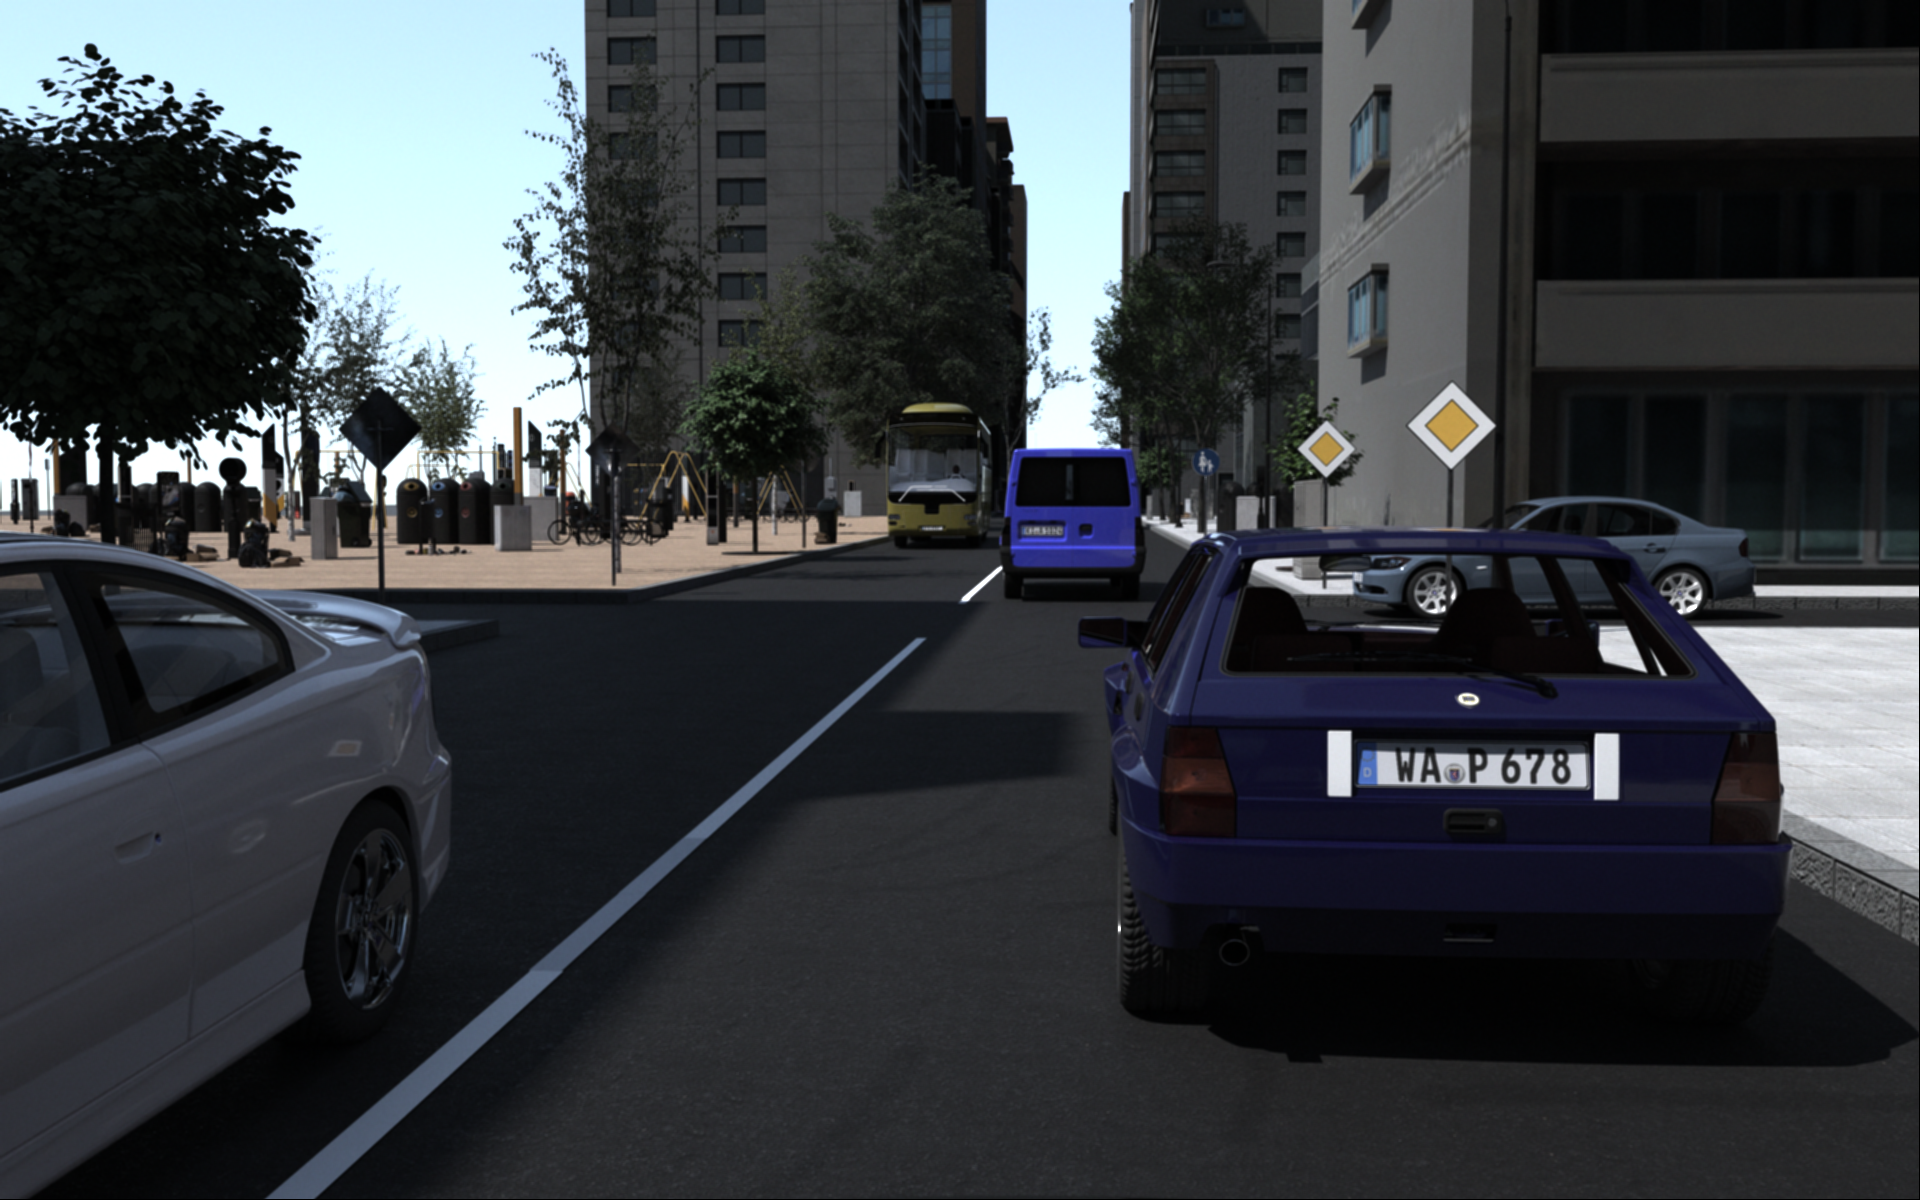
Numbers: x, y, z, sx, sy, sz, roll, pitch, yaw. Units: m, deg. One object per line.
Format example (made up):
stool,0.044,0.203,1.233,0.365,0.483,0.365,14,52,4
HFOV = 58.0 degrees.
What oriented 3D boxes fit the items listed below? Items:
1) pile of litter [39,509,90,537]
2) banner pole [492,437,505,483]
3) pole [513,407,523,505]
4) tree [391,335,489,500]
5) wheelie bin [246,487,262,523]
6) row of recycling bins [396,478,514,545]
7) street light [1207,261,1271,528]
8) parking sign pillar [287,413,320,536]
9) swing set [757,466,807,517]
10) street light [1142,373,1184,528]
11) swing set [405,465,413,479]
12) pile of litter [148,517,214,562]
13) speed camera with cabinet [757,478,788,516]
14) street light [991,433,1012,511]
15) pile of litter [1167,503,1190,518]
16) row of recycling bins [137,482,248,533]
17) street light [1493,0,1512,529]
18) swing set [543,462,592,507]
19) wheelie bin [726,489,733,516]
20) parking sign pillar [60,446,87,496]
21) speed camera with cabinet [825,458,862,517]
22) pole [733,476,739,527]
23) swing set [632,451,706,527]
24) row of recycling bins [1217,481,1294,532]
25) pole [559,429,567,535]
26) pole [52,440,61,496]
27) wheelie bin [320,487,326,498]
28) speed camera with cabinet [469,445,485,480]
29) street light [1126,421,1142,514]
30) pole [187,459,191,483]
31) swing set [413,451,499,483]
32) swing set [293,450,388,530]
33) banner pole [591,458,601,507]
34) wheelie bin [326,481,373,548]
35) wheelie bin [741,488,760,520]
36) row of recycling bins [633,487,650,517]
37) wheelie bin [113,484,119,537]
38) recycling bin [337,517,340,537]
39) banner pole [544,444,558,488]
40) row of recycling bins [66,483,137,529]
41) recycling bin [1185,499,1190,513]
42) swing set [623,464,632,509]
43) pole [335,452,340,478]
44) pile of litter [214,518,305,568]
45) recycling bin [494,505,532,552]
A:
pile of litter,-26.985,-2.316,51.825,1.719,0.858,1.176,-2,4,-29
banner pole,-20.138,-5.238,75.651,0.401,3.779,0.863,2,4,25
pole,-10.365,-2.863,40.660,0.158,3.312,0.155,0,3,0
tree,-23.528,-7.895,79.441,4.737,8.622,4.395,0,3,0
wheelie bin,-30.172,-4.016,73.566,0.693,1.594,0.980,3,5,42
row of recycling bins,-12.786,-2.270,44.231,3.534,1.692,1.069,1,4,16
street light,5.630,-3.803,34.714,1.470,5.913,1.316,0,4,4
parking sign pillar,-20.216,-4.003,53.915,1.447,3.967,1.447,-1,4,-16
swing set,-10.038,-6.005,95.808,2.862,2.851,3.119,-1,4,-12
street light,7.858,-5.733,66.272,1.470,5.913,1.316,0,4,4
swing set,-28.185,-5.845,93.192,2.862,2.851,3.119,3,5,42
pile of litter,-14.654,-1.158,32.901,1.176,0.858,1.719,3,5,40
speed camera with cabinet,-10.875,-6.439,99.609,2.038,3.252,0.660,-2,4,-31
street light,3.030,-9.704,131.198,1.470,5.913,1.316,0,4,4
pile of litter,11.669,-4.727,91.256,1.719,0.858,1.176,0,4,7
row of recycling bins,-25.655,-3.132,58.328,3.534,1.692,1.069,1,4,9
street light,4.273,-2.621,15.396,1.470,5.913,1.316,0,4,4
swing set,-19.224,-5.298,84.249,2.862,2.851,3.119,0,4,-6
wheelie bin,-13.218,-5.617,99.739,0.980,1.594,0.693,-3,5,-39
parking sign pillar,-43.319,-5.870,84.443,1.447,3.967,1.447,3,4,38
speed camera with cabinet,-6.448,-6.201,95.717,2.038,3.252,0.660,0,4,-5
pole,-8.692,-4.482,67.128,0.158,3.312,0.155,0,3,0
swing set,-10.474,-4.116,64.909,2.862,2.851,3.119,0,4,0
row of recycling bins,9.995,-2.965,55.592,3.534,1.692,1.069,-1,4,-13
pole,-12.496,-3.709,54.489,0.158,3.312,0.155,0,3,0
pole,-31.807,-4.107,60.999,0.158,3.312,0.155,0,3,0
wheelie bin,-26.385,-3.947,72.444,0.980,1.594,0.693,3,4,36
speed camera with cabinet,-19.588,-4.643,70.246,0.660,3.252,2.038,-1,4,-13
street light,10.231,-7.693,98.328,1.470,5.913,1.316,0,4,4
pole,-42.584,-6.232,95.733,0.158,3.312,0.155,0,3,0
swing set,-18.235,-4.027,63.457,3.119,2.851,2.862,-1,4,-16
swing set,-22.258,-3.962,62.392,3.119,2.851,2.862,-1,4,-9
banner pole,-18.660,-6.032,88.634,0.863,3.779,0.401,2,4,33
wheelie bin,-14.563,-2.057,41.545,0.693,1.594,0.980,1,4,9
wheelie bin,-10.525,-4.835,86.959,0.980,1.594,0.693,-1,4,-10
row of recycling bins,-17.562,-5.543,97.740,1.069,1.692,3.534,-2,4,-27
wheelie bin,-25.281,-2.688,51.852,0.980,1.594,0.693,2,4,31
recycling bin,-18.227,-2.397,51.745,0.722,1.027,0.722,-1,4,-19
banner pole,-20.463,-5.901,86.492,0.863,3.779,0.401,-1,4,-22
row of recycling bins,-31.217,-3.480,64.003,1.069,1.692,3.534,2,4,30
recycling bin,12.721,-4.999,94.286,0.722,1.027,0.722,2,4,30
swing set,-16.883,-5.736,91.407,3.119,2.851,2.862,1,4,8
pole,-29.307,-5.365,81.566,0.158,3.312,0.155,0,3,0
pile of litter,-12.253,-1.032,30.830,1.176,0.858,1.719,0,4,2
recycling bin,-10.076,-1.620,39.036,0.722,1.027,0.722,-2,4,-24
